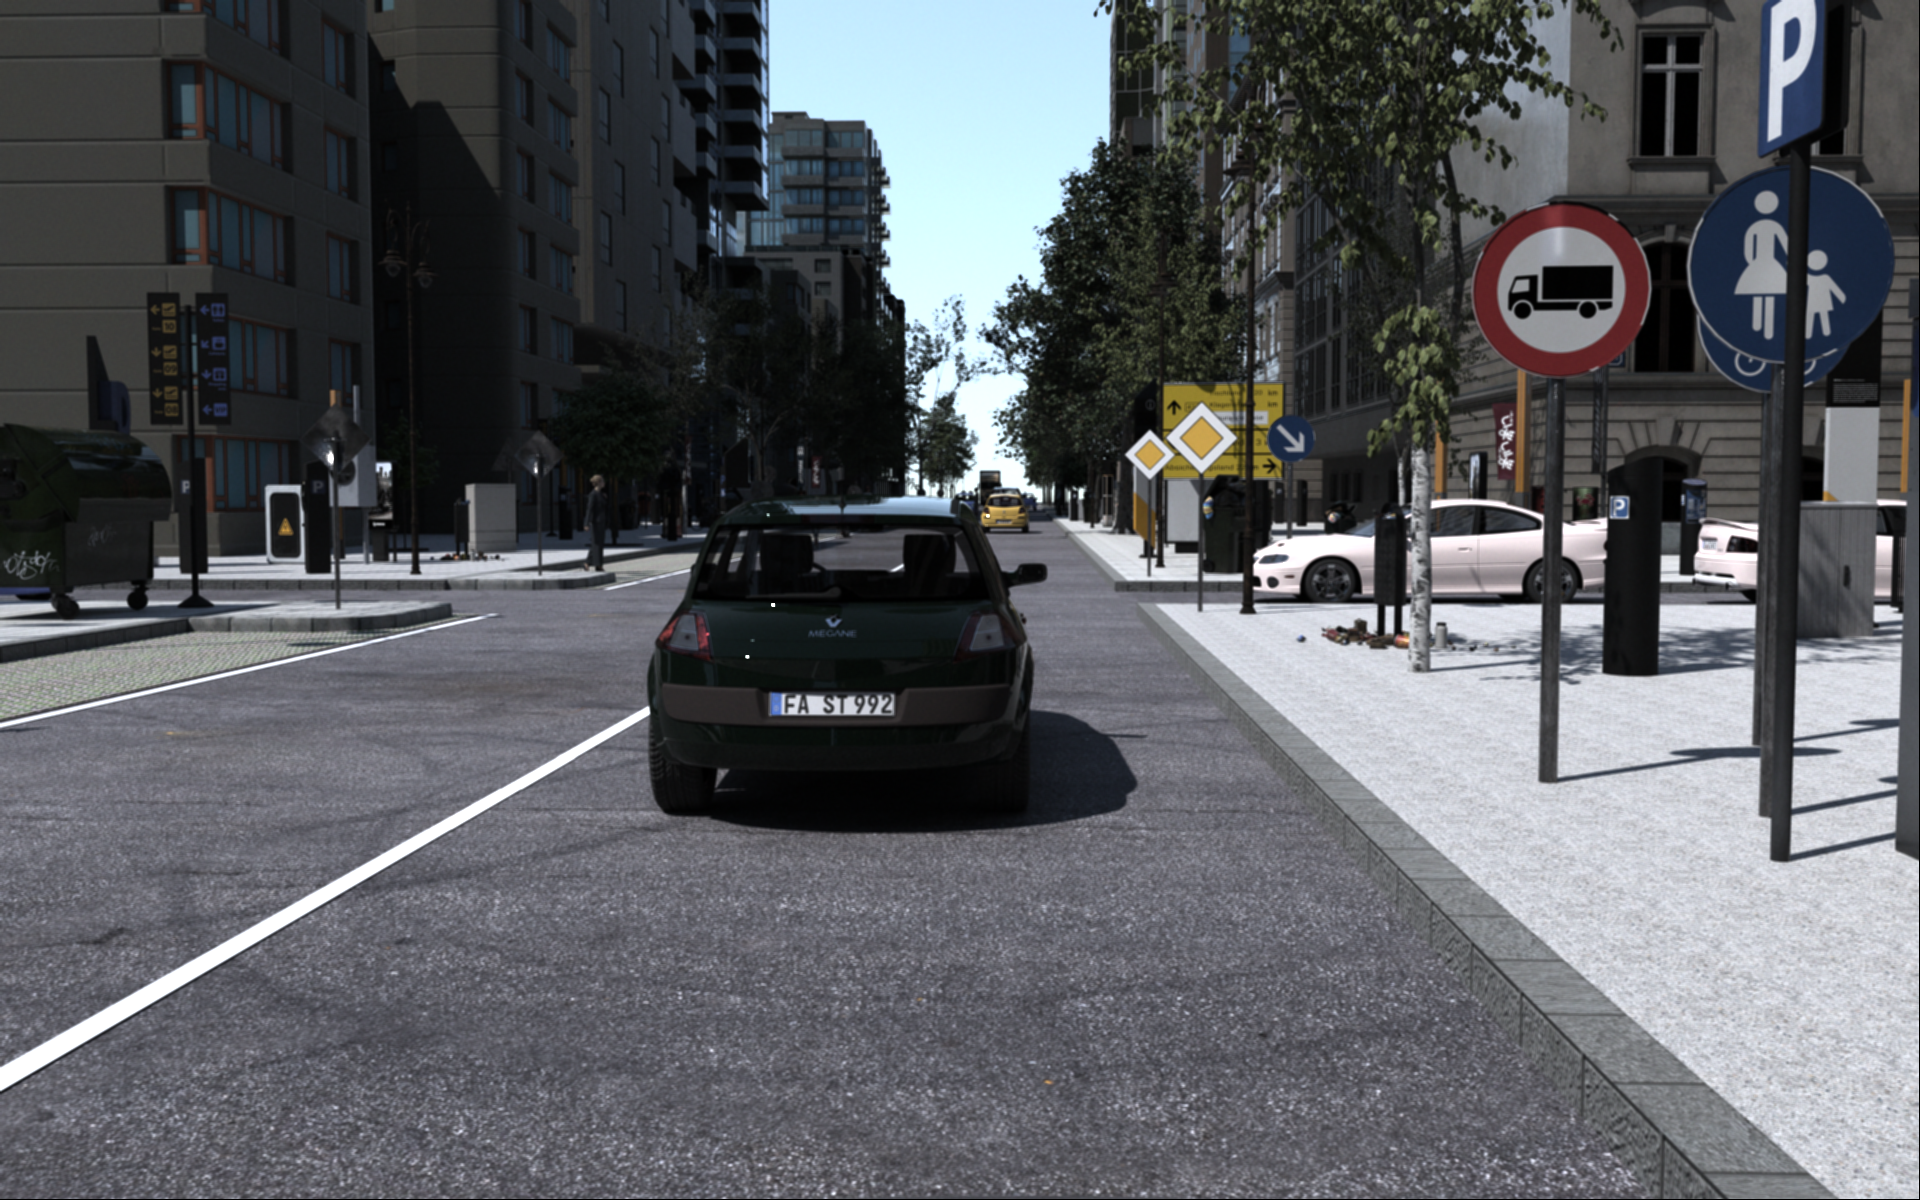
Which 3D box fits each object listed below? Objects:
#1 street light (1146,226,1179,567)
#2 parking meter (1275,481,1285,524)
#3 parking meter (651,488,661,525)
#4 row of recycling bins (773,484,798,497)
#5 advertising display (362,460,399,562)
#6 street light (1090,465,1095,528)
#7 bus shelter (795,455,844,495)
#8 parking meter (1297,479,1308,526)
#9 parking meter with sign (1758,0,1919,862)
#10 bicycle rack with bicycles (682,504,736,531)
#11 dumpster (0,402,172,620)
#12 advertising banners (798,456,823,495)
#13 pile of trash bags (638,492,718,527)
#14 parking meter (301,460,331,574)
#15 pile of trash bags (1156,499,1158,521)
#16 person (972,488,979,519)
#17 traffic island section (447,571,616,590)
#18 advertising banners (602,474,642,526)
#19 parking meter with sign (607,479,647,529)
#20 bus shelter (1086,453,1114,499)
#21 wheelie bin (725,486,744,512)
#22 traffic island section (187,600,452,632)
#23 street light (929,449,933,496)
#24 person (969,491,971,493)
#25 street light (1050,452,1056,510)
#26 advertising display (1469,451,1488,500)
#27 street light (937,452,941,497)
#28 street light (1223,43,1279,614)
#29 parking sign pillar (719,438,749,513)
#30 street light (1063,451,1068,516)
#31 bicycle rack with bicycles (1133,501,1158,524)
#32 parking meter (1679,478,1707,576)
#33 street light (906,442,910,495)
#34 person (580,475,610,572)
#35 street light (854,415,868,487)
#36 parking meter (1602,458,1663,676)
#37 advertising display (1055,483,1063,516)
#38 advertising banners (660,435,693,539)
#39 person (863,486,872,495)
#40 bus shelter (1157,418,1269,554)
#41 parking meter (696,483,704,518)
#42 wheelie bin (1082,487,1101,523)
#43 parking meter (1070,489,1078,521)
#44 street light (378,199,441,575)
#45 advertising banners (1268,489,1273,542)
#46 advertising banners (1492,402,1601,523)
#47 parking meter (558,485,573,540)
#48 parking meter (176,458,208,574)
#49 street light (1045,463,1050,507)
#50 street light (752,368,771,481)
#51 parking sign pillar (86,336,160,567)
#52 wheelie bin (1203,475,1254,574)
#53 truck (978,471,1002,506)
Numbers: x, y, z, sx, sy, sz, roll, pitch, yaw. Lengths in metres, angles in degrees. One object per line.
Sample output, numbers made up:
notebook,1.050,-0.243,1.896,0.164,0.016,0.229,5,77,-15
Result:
street light,3.506,-3.509,30.161,0.468,5.910,1.993,0,4,2
parking meter,13.876,-4.247,75.155,0.399,1.863,0.255,1,4,17
parking meter,-12.801,-3.948,72.953,0.372,1.533,0.369,0,3,0
row of recycling bins,-7.233,-3.939,71.516,1.069,1.692,3.534,0,4,-2
advertising display,-11.010,-1.692,32.875,0.974,1.923,0.123,2,4,35
street light,5.008,-5.662,65.368,0.468,5.910,1.993,0,4,2
bus shelter,-7.538,-6.069,93.155,2.014,3.302,5.546,0,4,2
parking meter,13.633,-3.872,69.010,0.399,1.863,0.255,-3,5,-39
parking meter with sign,3.694,-0.590,5.911,1.738,3.016,0.543,0,4,4
bicycle rack with bicycles,-8.248,-2.871,60.322,2.925,0.926,2.852,-3,5,-44
dumpster,-9.535,-0.968,18.326,1.502,2.255,1.985,0,4,2
advertising banners,-7.228,-5.030,78.426,2.074,3.025,0.090,-1,4,-15
pile of trash bags,-10.928,-3.520,67.312,3.447,1.369,1.912,0,4,7
parking meter,-10.385,-1.359,27.925,0.399,1.863,0.255,-2,4,-34
pile of trash bags,9.210,-4.560,84.302,3.447,1.369,1.912,0,4,7
person,0.829,-5.121,92.563,0.374,1.781,0.599,-1,4,-12
traffic island section,-6.629,-0.305,27.263,2.009,0.180,2.903,0,4,2
advertising banners,-13.936,-4.549,70.565,2.074,3.025,0.090,1,4,12
parking meter with sign,-12.284,-4.144,64.015,1.738,3.016,0.543,2,4,27
bus shelter,7.523,-6.335,94.852,1.731,3.624,6.357,0,4,2
wheelie bin,-8.359,-3.432,64.027,0.693,1.594,0.980,-1,4,-12
traffic island section,-6.944,0.183,19.284,2.009,0.180,2.903,0,4,2
street light,-2.946,-12.344,174.611,0.468,5.910,1.993,0,4,2
person,0.947,-9.393,162.797,1.217,1.735,0.721,-1,4,-14
street light,7.863,-10.393,142.706,0.468,5.910,1.993,0,4,2
advertising display,7.946,-1.308,26.607,0.123,1.923,0.974,0,4,7
street light,-2.295,-13.125,187.386,0.468,5.910,1.993,0,4,2
street light,3.090,-2.790,18.407,0.468,5.910,1.993,0,4,2
parking sign pillar,-10.197,-5.498,78.358,1.447,3.967,1.447,-3,5,-43
street light,6.500,-8.256,107.772,0.468,5.910,1.993,0,4,2
bicycle rack with bicycles,8.848,-3.678,73.519,2.925,0.926,2.852,-3,4,-36
parking meter,11.605,-1.162,27.408,0.372,1.533,0.369,0,3,0
street light,-4.214,-10.207,139.673,0.468,5.910,1.993,0,4,2
person,-6.533,-1.350,30.986,0.534,1.772,0.576,-1,4,-13
street light,-5.786,-7.744,99.401,0.468,5.910,1.993,0,4,2
parking meter,4.785,-0.239,12.321,0.372,1.533,0.369,0,3,0
advertising display,5.773,-5.845,100.784,0.123,1.923,0.974,-1,4,-16
advertising banners,-8.283,-3.338,50.763,0.090,3.025,2.074,1,4,17
person,-3.595,-3.635,68.502,0.480,1.755,0.524,1,4,16
bus shelter,5.108,-2.508,34.926,2.014,3.302,5.546,0,4,2
parking meter,-13.854,-5.296,92.293,0.399,1.863,0.255,-3,5,-45
wheelie bin,5.928,-4.280,77.882,0.693,1.594,0.980,-3,5,-43
parking meter,5.463,-4.545,82.728,0.372,1.533,0.369,0,3,0
street light,-8.704,-3.348,27.522,0.468,5.910,1.993,0,4,2
advertising banners,8.055,-3.027,45.687,0.090,3.025,2.074,1,4,20
advertising banners,11.018,-2.225,32.566,2.074,3.025,0.090,2,4,32
parking meter,-11.116,-2.471,48.813,0.372,1.533,0.369,0,3,0
parking meter,-12.376,-1.357,27.906,0.399,1.863,0.255,1,4,13
street light,9.286,-12.550,177.984,0.468,5.910,1.993,0,4,2
street light,-7.257,-5.552,63.556,0.468,5.910,1.993,0,4,2
parking sign pillar,-14.818,-2.553,30.219,1.447,3.967,1.447,-1,4,-15
wheelie bin,4.368,-1.241,28.195,0.693,1.594,0.980,3,5,41
truck,3.646,-13.464,209.056,2.839,4.237,11.283,0,4,2
